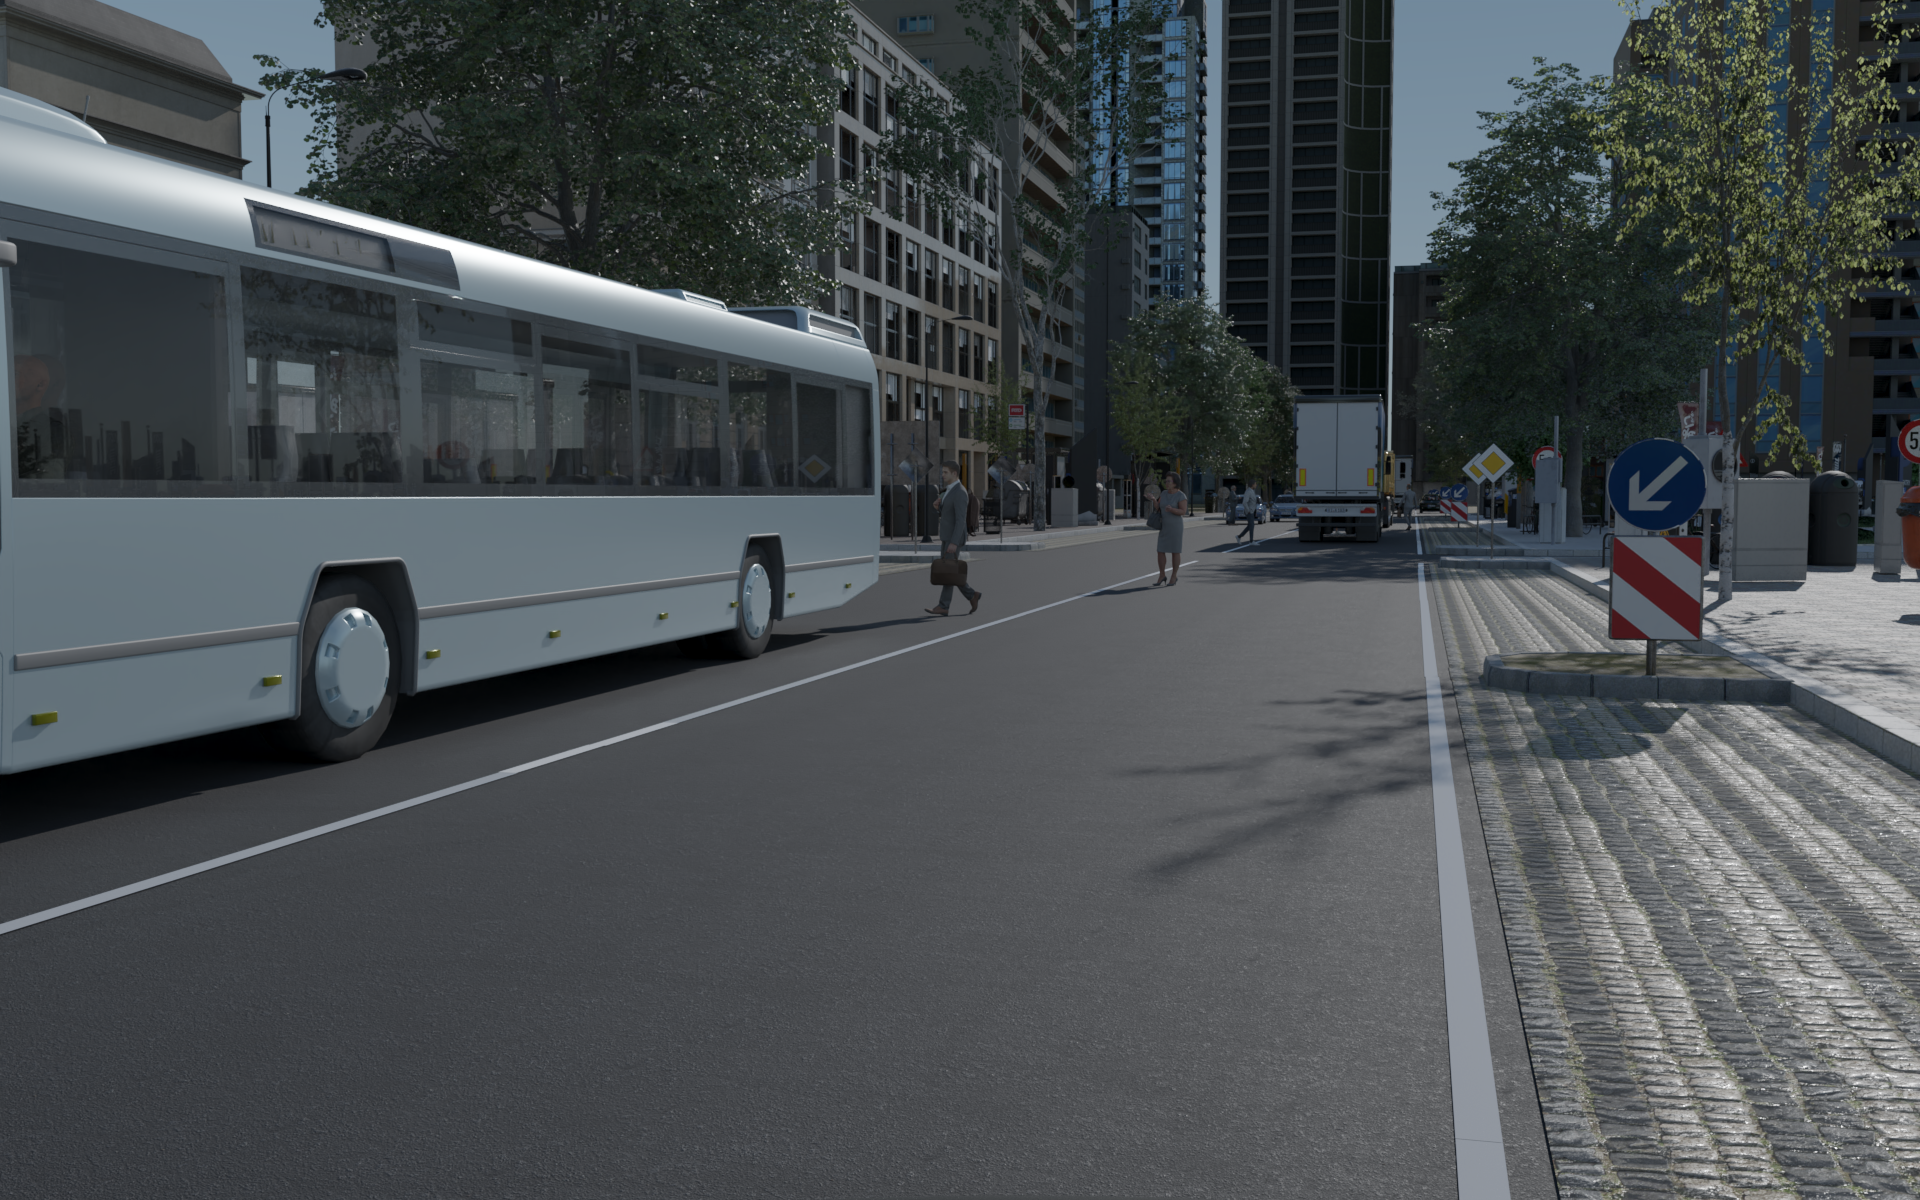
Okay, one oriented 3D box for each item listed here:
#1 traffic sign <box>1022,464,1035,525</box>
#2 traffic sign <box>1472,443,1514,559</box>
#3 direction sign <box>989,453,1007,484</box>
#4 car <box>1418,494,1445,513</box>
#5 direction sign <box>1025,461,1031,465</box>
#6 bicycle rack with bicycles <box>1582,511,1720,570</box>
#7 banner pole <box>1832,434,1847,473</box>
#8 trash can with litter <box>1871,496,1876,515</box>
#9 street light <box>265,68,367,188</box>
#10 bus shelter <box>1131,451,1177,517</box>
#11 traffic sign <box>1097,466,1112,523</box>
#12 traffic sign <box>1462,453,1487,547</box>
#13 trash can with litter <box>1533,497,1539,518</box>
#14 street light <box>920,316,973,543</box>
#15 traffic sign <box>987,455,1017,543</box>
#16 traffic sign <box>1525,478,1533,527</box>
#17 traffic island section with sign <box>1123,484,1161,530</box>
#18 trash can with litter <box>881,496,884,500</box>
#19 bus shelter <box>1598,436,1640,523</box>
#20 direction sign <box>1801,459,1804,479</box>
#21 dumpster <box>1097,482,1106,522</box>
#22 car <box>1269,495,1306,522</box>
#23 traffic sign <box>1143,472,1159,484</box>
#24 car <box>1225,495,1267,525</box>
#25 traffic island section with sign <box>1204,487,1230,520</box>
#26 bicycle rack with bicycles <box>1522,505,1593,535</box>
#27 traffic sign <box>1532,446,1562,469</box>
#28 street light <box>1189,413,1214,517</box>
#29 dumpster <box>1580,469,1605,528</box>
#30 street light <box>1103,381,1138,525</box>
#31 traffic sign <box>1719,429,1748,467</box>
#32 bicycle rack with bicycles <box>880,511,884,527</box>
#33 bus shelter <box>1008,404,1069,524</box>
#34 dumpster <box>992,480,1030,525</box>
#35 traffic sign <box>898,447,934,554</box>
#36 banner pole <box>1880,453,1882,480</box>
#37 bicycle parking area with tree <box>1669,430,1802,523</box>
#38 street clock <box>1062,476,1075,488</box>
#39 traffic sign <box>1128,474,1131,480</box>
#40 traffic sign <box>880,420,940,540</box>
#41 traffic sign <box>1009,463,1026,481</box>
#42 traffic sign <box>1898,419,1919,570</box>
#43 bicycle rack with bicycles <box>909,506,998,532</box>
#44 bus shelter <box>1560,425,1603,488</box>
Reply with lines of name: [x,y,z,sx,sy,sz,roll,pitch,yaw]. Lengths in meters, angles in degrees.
traffic sign: [2.929,-4.412,72.241,0.768,2.556,0.104,1,4,15]
traffic sign: [10.506,-1.867,34.166,0.795,2.450,0.064,1,4,15]
direction sign: [2.173,-6.305,95.089,0.876,3.537,0.379,-1,4,-16]
car: [35.512,-7.382,130.489,2.009,1.686,4.222,1,4,15]
direction sign: [4.836,-7.767,118.990,0.876,3.537,0.379,3,5,41]
bicycle rack with bicycles: [12.382,-1.000,29.730,2.852,0.926,2.925,-1,4,-13]
banner pole: [36.746,-5.037,72.368,0.863,3.779,0.401,-1,4,-17]
trash can with litter: [56.997,-5.905,107.927,0.624,1.170,1.055,2,4,27]
street light: [-7.140,-2.852,19.174,1.470,5.913,1.316,1,4,15]
bus shelter: [10.972,-6.522,97.913,1.731,3.624,6.357,1,4,15]
traffic sign: [6.412,-4.727,77.388,0.768,2.556,0.104,1,4,19]
traffic sign: [12.530,-2.339,41.891,0.795,2.450,0.064,1,4,15]
trash can with litter: [26.492,-4.120,78.756,1.055,1.170,0.624,1,4,14]
street light: [-0.349,-4.452,45.336,1.470,5.913,1.316,1,4,15]
traffic sign: [1.077,-2.524,44.903,0.795,2.450,0.064,1,4,15]
traffic sign: [22.231,-4.159,68.006,0.884,2.594,0.081,1,4,16]
traffic island section with sign: [7.620,-3.675,68.713,1.989,1.847,2.006,1,4,15]
trash can with litter: [-2.782,-3.866,74.274,2.233,1.210,1.678,-1,4,-15]
bus shelter: [24.451,-4.216,62.850,2.014,3.302,5.546,1,4,15]
direction sign: [48.175,-6.552,99.121,0.379,3.537,0.876,1,4,21]
dumpster: [5.943,-4.505,79.415,1.264,1.857,1.865,1,4,14]
car: [17.213,-4.796,90.412,2.014,1.417,4.499,1,4,16]
traffic sign: [10.021,-5.556,90.850,0.884,2.594,0.081,1,4,22]
car: [13.757,-4.349,83.111,2.014,1.417,4.499,1,4,13]
traffic island section with sign: [14.454,-5.270,94.791,1.989,1.847,2.006,1,4,15]
bicycle rack with bicycles: [18.933,-2.546,55.012,2.852,0.926,2.925,3,5,43]
traffic sign: [15.587,-2.808,46.016,0.768,2.556,0.104,2,4,24]
street light: [13.804,-7.728,98.887,1.470,5.913,1.316,1,4,15]
dumpster: [24.245,-3.949,67.066,1.502,2.255,1.985,1,4,15]
street light: [6.664,-6.062,71.662,1.470,5.913,1.316,1,4,15]
traffic sign: [14.969,-2.079,33.998,0.884,2.594,0.081,1,4,21]
bicycle rack with bicycles: [-2.993,-3.242,66.389,2.925,0.926,2.852,1,4,12]
bus shelter: [3.876,-6.228,79.463,2.179,5.291,8.768,1,4,15]
dumpster: [2.090,-4.018,71.450,1.264,1.857,1.865,1,4,15]
traffic sign: [-0.948,-2.051,37.178,0.795,2.450,0.064,1,4,15]
banner pole: [56.012,-7.060,105.449,0.401,3.779,0.863,2,4,29]
bicycle parking area with tree: [35.053,-5.595,78.478,8.231,4.147,9.016,2,4,25]
street clock: [4.279,-3.900,68.330,0.471,2.002,0.358,0,4,-8]
traffic sign: [10.137,-6.158,100.782,0.768,2.556,0.104,1,4,18]
traffic sign: [-1.616,-3.325,48.232,2.265,3.308,0.079,2,4,24]
traffic sign: [2.455,-4.474,73.156,0.884,2.594,0.081,1,4,15]
traffic sign: [16.226,-1.782,29.244,0.768,2.556,0.104,1,4,18]
bicycle rack with bicycles: [-0.562,-2.798,59.123,2.852,0.926,2.925,-1,4,-16]
bus shelter: [29.821,-6.510,84.064,2.179,5.291,8.768,1,4,15]
